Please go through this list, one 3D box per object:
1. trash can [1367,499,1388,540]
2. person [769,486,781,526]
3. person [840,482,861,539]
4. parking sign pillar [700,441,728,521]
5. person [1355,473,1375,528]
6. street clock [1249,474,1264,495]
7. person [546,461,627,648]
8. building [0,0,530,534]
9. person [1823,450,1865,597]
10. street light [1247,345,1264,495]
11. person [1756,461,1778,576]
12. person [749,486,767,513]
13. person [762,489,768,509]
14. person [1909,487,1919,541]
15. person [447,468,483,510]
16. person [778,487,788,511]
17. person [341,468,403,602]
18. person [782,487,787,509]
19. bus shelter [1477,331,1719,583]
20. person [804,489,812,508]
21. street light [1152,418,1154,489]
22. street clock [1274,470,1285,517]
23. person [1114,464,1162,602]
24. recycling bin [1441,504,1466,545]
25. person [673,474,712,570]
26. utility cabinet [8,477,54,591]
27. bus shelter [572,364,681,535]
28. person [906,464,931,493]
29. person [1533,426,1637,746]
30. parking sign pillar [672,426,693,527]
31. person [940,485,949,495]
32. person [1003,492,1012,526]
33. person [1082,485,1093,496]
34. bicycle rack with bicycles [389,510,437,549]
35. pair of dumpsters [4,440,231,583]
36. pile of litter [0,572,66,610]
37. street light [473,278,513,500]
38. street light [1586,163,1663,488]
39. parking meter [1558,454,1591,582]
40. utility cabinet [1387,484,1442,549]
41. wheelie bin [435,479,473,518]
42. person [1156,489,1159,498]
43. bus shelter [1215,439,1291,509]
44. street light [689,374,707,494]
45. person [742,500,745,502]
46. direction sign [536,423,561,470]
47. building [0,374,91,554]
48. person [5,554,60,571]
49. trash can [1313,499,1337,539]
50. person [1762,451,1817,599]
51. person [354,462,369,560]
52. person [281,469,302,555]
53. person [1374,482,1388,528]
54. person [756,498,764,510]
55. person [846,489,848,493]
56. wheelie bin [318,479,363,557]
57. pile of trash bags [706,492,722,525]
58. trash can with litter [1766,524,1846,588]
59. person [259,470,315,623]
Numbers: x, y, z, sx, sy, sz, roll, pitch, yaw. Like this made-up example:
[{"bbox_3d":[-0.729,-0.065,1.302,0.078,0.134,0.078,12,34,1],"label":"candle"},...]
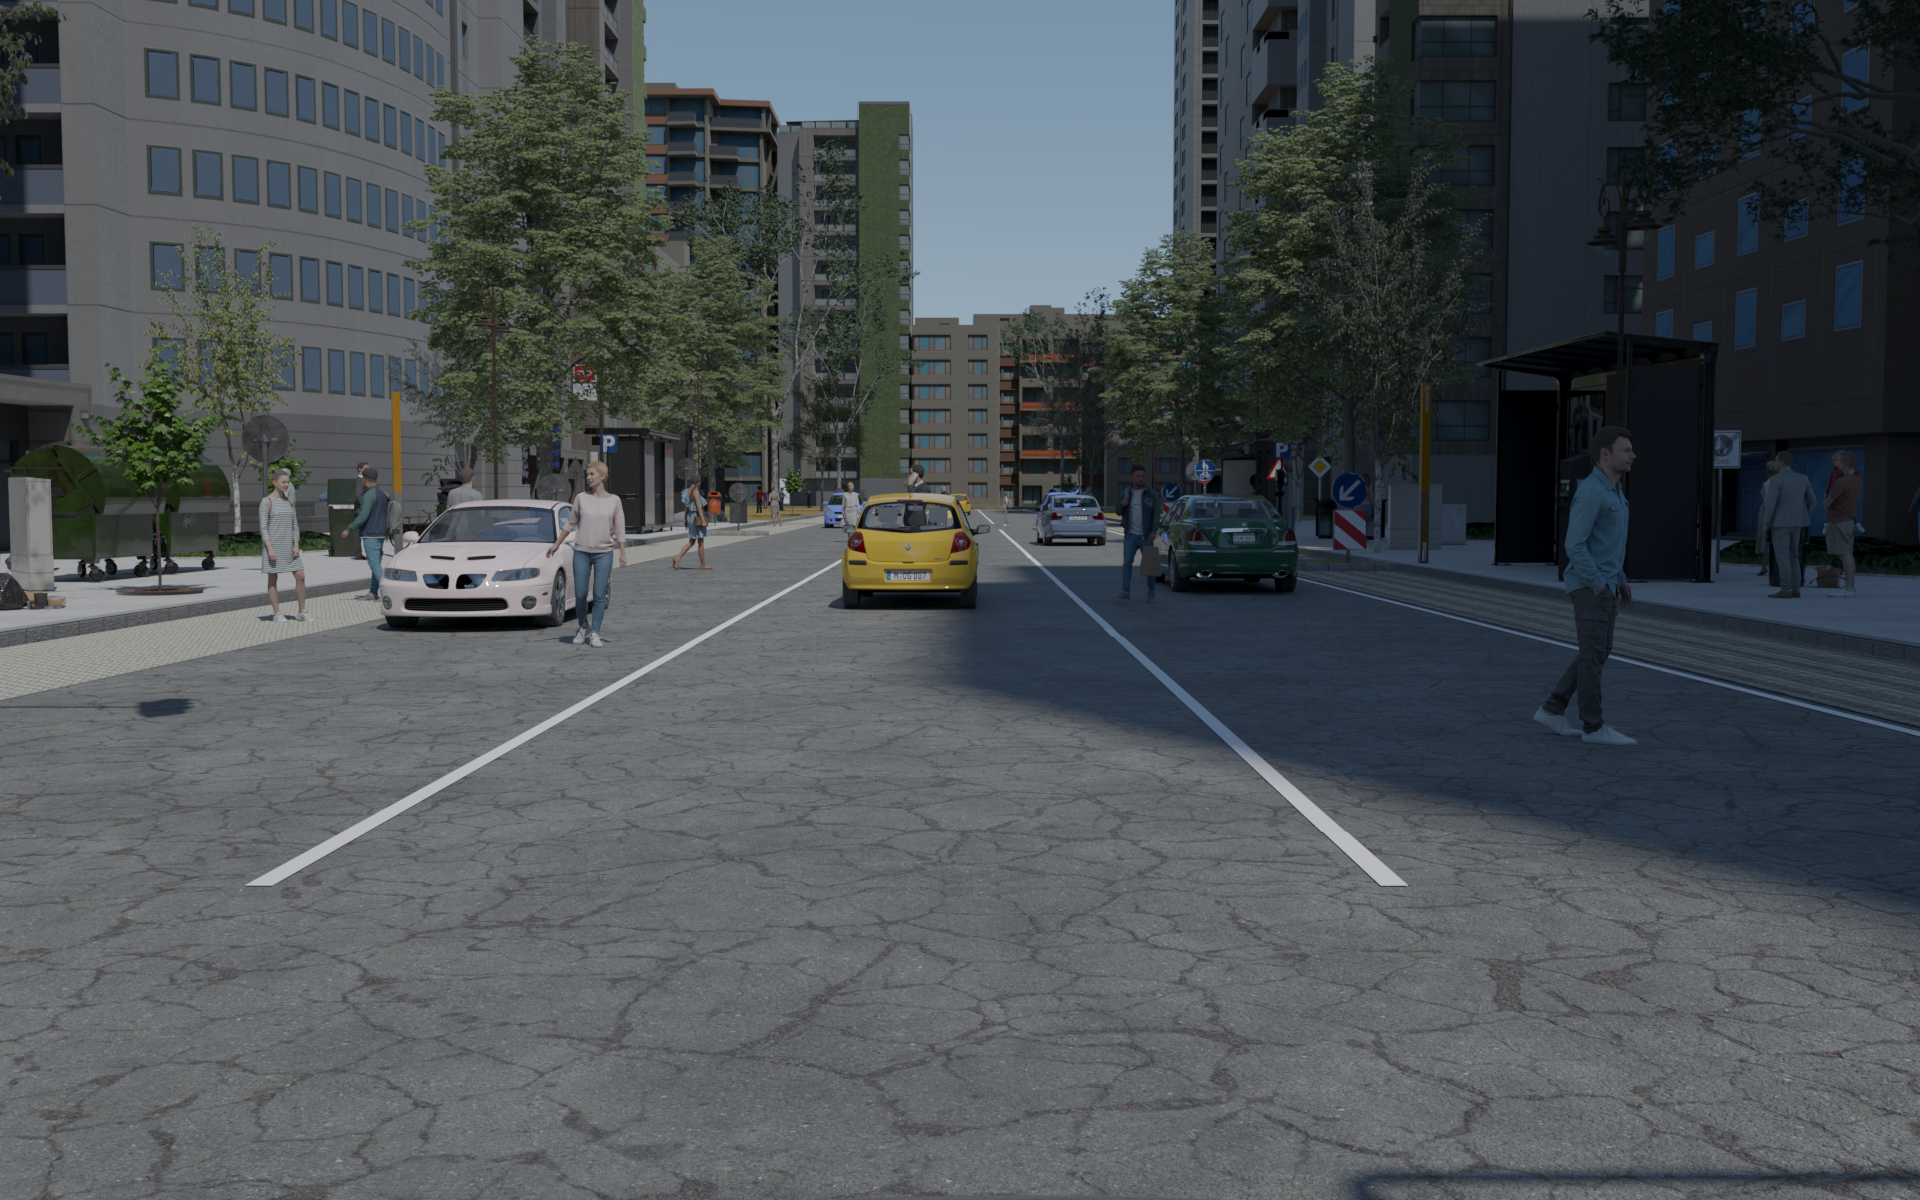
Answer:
[{"bbox_3d":[11.610,-2.256,48.540,0.748,1.137,0.748,0,3,0],"label":"trash can"},{"bbox_3d":[-8.195,-4.151,76.701,0.599,1.781,0.374,-1,4,-17],"label":"person"},{"bbox_3d":[-3.206,-2.602,51.399,0.694,1.780,0.624,1,4,12],"label":"person"},{"bbox_3d":[-11.778,-5.737,82.272,1.447,3.967,1.447,3,4,37],"label":"parking sign pillar"},{"bbox_3d":[10.539,-2.384,45.032,0.555,1.821,0.388,0,4,3],"label":"person"},{"bbox_3d":[10.732,-3.557,62.726,0.471,2.002,0.358,2,4,33],"label":"street clock"},{"bbox_3d":[-3.530,-0.438,16.329,0.731,1.740,0.598,-1,4,-15],"label":"person"},{"bbox_3d":[-30.528,-31.992,65.075,21.231,58.520,28.212,0,3,0],"label":"building"},{"bbox_3d":[11.062,-0.959,21.696,0.573,1.828,0.580,0,4,-5],"label":"person"},{"bbox_3d":[9.040,-4.883,52.618,0.468,5.910,1.993,0,3,0],"label":"street light"},{"bbox_3d":[12.695,-1.267,26.976,0.478,1.798,0.641,-1,4,-10],"label":"person"},{"bbox_3d":[-13.471,-6.725,115.962,1.348,1.831,0.705,-3,4,-38],"label":"person"},{"bbox_3d":[-17.286,-8.956,152.918,0.568,1.767,0.683,1,4,17],"label":"person"},{"bbox_3d":[21.875,-2.002,39.126,0.623,1.781,0.721,0,4,3],"label":"person"},{"bbox_3d":[-6.913,-0.963,24.443,0.606,1.804,0.583,1,4,13],"label":"person"},{"bbox_3d":[-13.617,-7.724,132.410,0.705,1.814,1.350,2,4,29],"label":"person"},{"bbox_3d":[-7.756,-0.860,22.911,0.721,1.781,0.623,0,4,-5],"label":"person"},{"bbox_3d":[-14.648,-8.447,144.012,0.599,1.838,0.709,-1,4,-22],"label":"person"},{"bbox_3d":[10.121,-2.249,28.061,1.731,3.624,6.357,0,4,0],"label":"bus shelter"},{"bbox_3d":[-13.818,-9.199,157.250,0.742,1.727,0.445,0,4,-8],"label":"person"},{"bbox_3d":[9.132,-6.675,81.919,0.468,5.910,1.993,0,3,0],"label":"street light"},{"bbox_3d":[9.540,-2.884,51.719,0.358,2.002,0.471,0,4,2],"label":"street clock"},{"bbox_3d":[2.385,-0.872,22.739,0.794,1.824,0.713,3,4,38],"label":"person"},{"bbox_3d":[12.376,-1.916,43.877,0.722,1.027,0.722,0,4,1],"label":"recycling bin"},{"bbox_3d":[-4.998,-1.466,32.560,0.778,1.811,0.616,-2,4,-31],"label":"person"},{"bbox_3d":[-12.404,-0.885,23.149,0.318,1.500,1.173,-3,4,-39],"label":"utility cabinet"},{"bbox_3d":[-10.843,-4.800,56.110,2.179,5.291,8.768,0,3,0],"label":"bus shelter"},{"bbox_3d":[-0.758,-1.205,27.565,0.474,1.900,0.648,-3,5,-45],"label":"person"},{"bbox_3d":[3.649,-0.095,10.072,0.620,1.820,0.660,2,4,30],"label":"person"},{"bbox_3d":[-11.155,-4.873,68.150,1.447,3.967,1.447,0,4,-5],"label":"parking sign pillar"},{"bbox_3d":[-0.824,-3.923,72.860,0.699,1.804,1.509,-1,4,-19],"label":"person"},{"bbox_3d":[2.062,-4.069,77.622,0.523,1.515,0.503,-2,4,-28],"label":"person"},{"bbox_3d":[5.782,-4.290,78.498,0.638,1.841,0.748,0,4,-7],"label":"person"},{"bbox_3d":[-11.274,-1.626,39.968,2.925,0.926,2.852,2,4,28],"label":"bicycle rack with bicycles"},{"bbox_3d":[-13.028,-1.499,26.995,1.574,2.255,4.437,0,3,0],"label":"pair of dumpsters"},{"bbox_3d":[-10.906,-0.341,19.536,1.719,0.858,1.176,2,4,29],"label":"pile of litter"},{"bbox_3d":[-9.988,-3.940,37.199,0.468,5.910,1.993,0,3,0],"label":"street light"},{"bbox_3d":[9.072,-3.120,23.801,0.468,5.910,1.993,0,3,0],"label":"street light"},{"bbox_3d":[8.959,-1.197,25.278,0.399,1.863,0.255,-1,4,-21],"label":"parking meter"},{"bbox_3d":[10.527,-1.922,40.100,1.173,1.500,0.318,0,4,2],"label":"utility cabinet"},{"bbox_3d":[-10.257,-1.676,35.313,0.980,1.594,0.693,0,4,4],"label":"wheelie bin"},{"bbox_3d":[16.438,-8.467,145.264,0.721,1.735,1.217,2,4,28],"label":"person"},{"bbox_3d":[11.132,-4.420,66.199,2.014,3.302,5.546,0,4,0],"label":"bus shelter"},{"bbox_3d":[-10.031,-5.729,66.464,0.468,5.910,1.993,0,3,0],"label":"street light"},{"bbox_3d":[-19.956,-9.392,159.620,0.705,1.821,1.348,1,4,18],"label":"person"},{"bbox_3d":[-13.167,-3.882,55.474,0.876,3.537,0.379,1,4,18],"label":"direction sign"},{"bbox_3d":[-29.657,-36.335,32.337,20.563,71.187,20.611,0,3,0],"label":"building"},{"bbox_3d":[-15.450,-1.383,28.760,0.850,1.850,0.679,0,4,-3],"label":"person"},{"bbox_3d":[10.560,-2.341,49.932,0.748,1.137,0.748,0,3,0],"label":"trash can"},{"bbox_3d":[10.197,-0.930,21.350,0.635,1.810,0.391,-2,4,-24],"label":"person"},{"bbox_3d":[-11.534,-1.727,33.645,0.474,1.900,0.648,-2,4,-27],"label":"person"},{"bbox_3d":[-12.836,-1.628,33.154,0.515,1.767,0.782,-1,4,-10],"label":"person"},{"bbox_3d":[15.321,-3.492,63.327,0.709,1.800,0.728,-3,4,-39],"label":"person"},{"bbox_3d":[-16.277,-8.060,141.052,0.599,1.433,0.991,2,4,32],"label":"person"},{"bbox_3d":[-10.402,-9.291,158.641,0.721,1.739,1.217,3,4,38],"label":"person"},{"bbox_3d":[-12.610,-1.685,35.454,0.980,1.594,0.693,-1,4,-14],"label":"wheelie bin"},{"bbox_3d":[-11.392,-3.708,70.372,3.447,1.369,1.912,0,4,-6],"label":"pile of trash bags"},{"bbox_3d":[11.706,-0.767,23.928,1.055,1.170,0.624,2,4,32],"label":"trash can with litter"},{"bbox_3d":[-7.534,-0.594,19.222,0.522,1.701,0.512,2,4,31],"label":"person"}]
